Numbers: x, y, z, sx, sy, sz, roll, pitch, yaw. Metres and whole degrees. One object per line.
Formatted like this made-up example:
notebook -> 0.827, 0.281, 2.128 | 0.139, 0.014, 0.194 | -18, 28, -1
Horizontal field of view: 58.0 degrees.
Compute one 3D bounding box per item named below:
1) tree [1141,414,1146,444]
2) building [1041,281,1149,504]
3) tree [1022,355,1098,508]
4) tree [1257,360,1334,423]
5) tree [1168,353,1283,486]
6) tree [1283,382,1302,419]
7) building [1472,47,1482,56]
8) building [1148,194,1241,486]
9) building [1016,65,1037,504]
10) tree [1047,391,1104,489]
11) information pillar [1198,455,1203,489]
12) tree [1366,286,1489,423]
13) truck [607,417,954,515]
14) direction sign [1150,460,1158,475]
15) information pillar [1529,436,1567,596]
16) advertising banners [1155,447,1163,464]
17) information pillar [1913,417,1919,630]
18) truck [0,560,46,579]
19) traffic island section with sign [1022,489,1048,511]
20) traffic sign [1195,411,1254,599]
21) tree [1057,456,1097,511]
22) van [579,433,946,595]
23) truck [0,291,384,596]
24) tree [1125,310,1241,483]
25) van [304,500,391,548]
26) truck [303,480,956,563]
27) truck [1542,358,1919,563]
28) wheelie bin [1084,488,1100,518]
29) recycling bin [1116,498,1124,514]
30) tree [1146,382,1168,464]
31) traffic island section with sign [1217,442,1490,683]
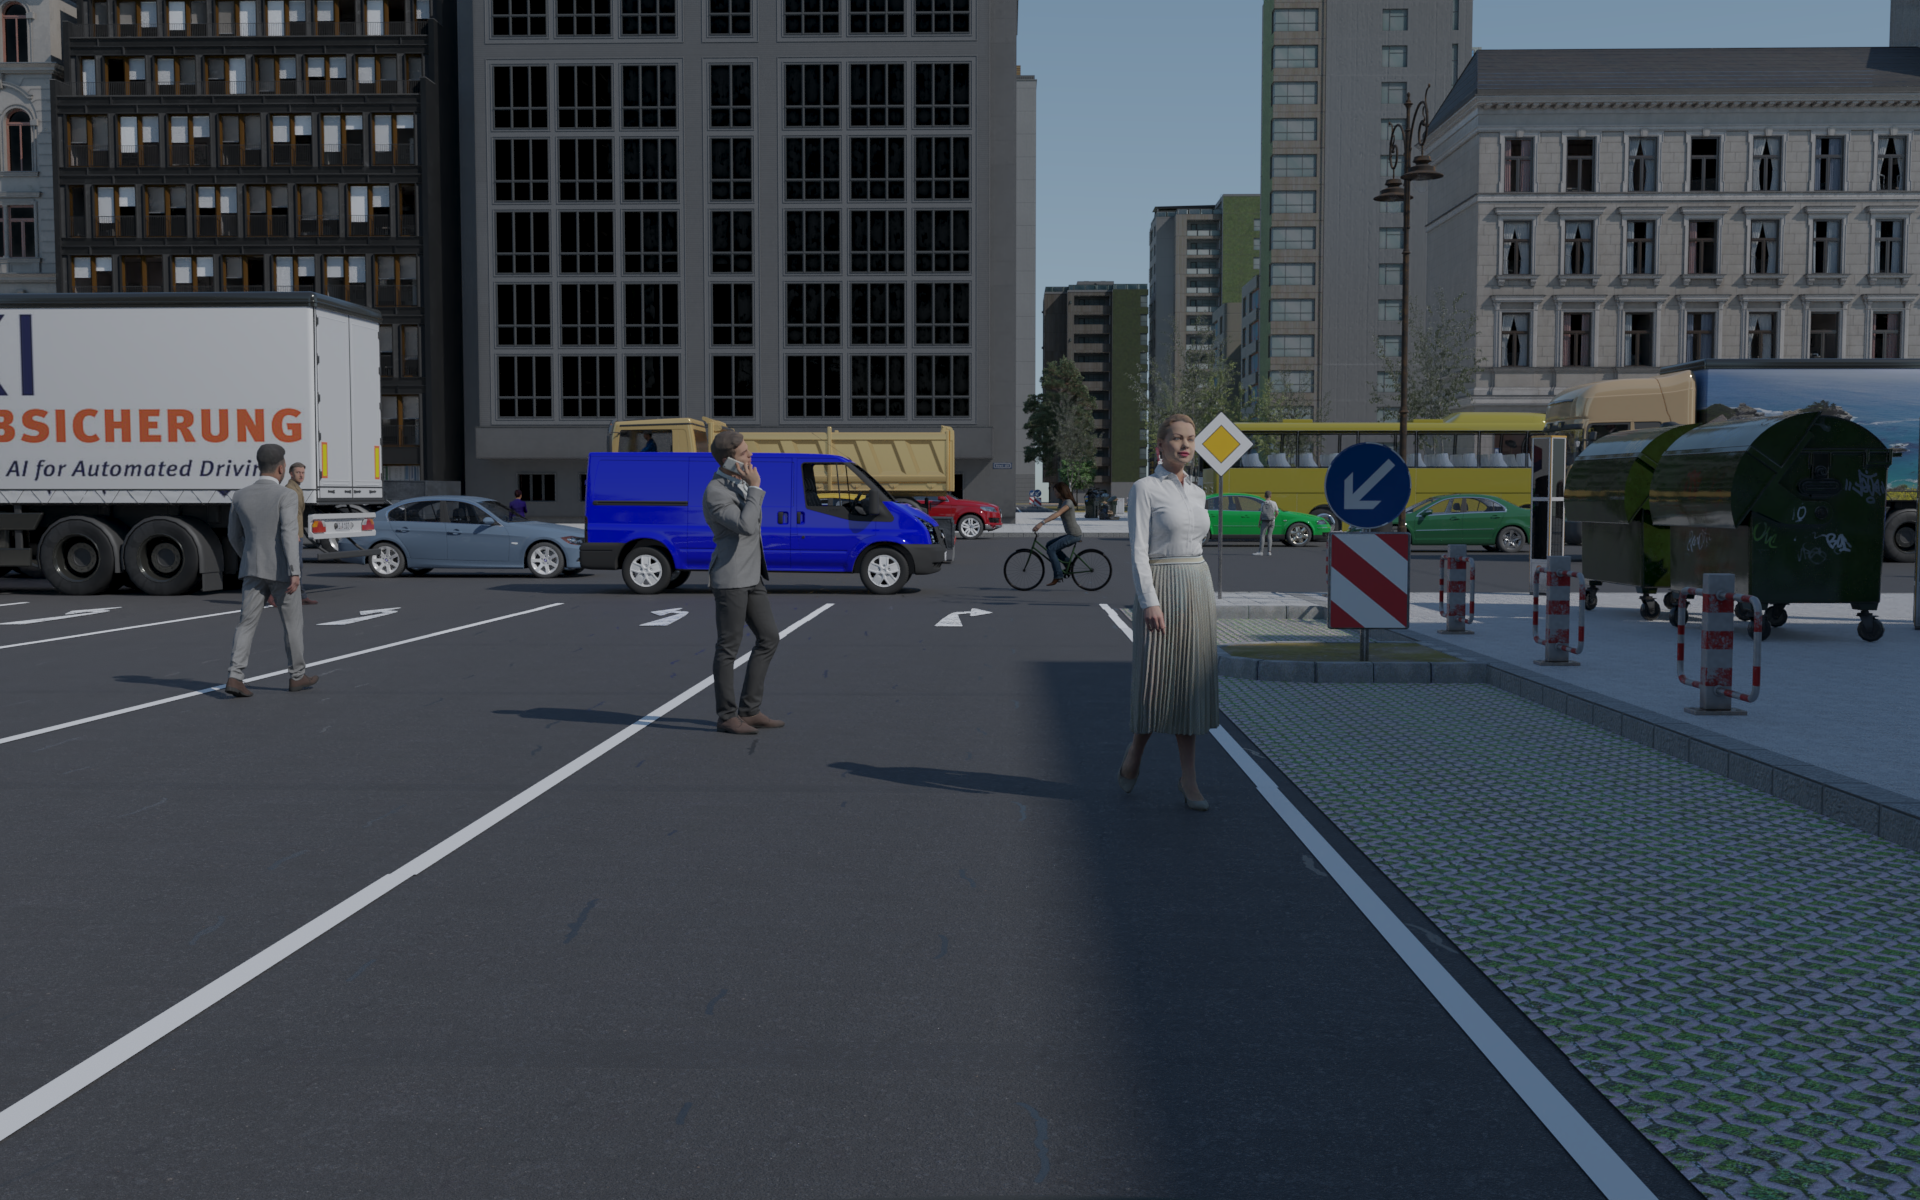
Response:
tree -> 13.774, -9.833, 111.136 | 4.737, 8.622, 4.395 | 0, 3, 0
building -> 18.366, -28.519, 237.985 | 14.107, 30.474, 14.160 | 0, 4, 1
tree -> 8.838, -15.230, 156.433 | 7.806, 13.903, 7.818 | 0, 3, 0
tree -> 18.577, -8.909, 96.023 | 4.360, 8.622, 3.978 | 0, 3, 0
tree -> 13.678, -8.534, 89.890 | 4.737, 8.622, 4.395 | 0, 3, 0
tree -> 19.596, -9.614, 107.556 | 4.737, 8.622, 4.395 | 0, 3, 0
building -> 56.744, -56.690, 239.555 | 31.000, 86.520, 22.319 | 0, 4, 1
building -> 33.418, -33.917, 238.132 | 14.086, 41.232, 14.154 | 0, 4, 1
building -> -3.615, -42.802, 241.811 | 28.212, 58.520, 21.231 | 0, 4, 1
tree -> 7.977, -10.589, 123.499 | 4.360, 8.622, 3.978 | 0, 3, 0
information pillar -> 11.879, -5.710, 84.710 | 0.504, 3.616, 0.183 | -2, 4, -28
tree -> 16.455, -6.747, 60.679 | 4.360, 8.622, 3.978 | 0, 3, 0
truck -> -5.047, -2.983, 44.699 | 9.791, 3.379, 3.469 | 0, 3, 0
direction sign -> 13.267, -7.698, 117.860 | 0.876, 3.537, 0.379 | -3, 5, -43
information pillar -> 7.441, -1.067, 21.934 | 0.304, 2.012, 0.304 | -2, 4, -34
advertising banners -> 8.146, -4.203, 64.912 | 2.074, 3.025, 0.090 | -2, 4, -30
information pillar -> 9.192, -0.724, 16.332 | 0.304, 2.012, 0.304 | 2, 4, 27
truck -> -18.725, -2.532, 30.308 | 11.283, 4.237, 2.839 | 0, 4, 2
traffic island section with sign -> 6.430, -8.409, 146.110 | 1.989, 1.847, 2.006 | 0, 4, 1
traffic sign -> 3.172, -1.068, 21.108 | 0.795, 2.450, 0.064 | 0, 4, 1
tree -> 9.003, -9.104, 132.558 | 4.285, 4.588, 4.351 | 0, 3, 0
van -> -2.822, -1.289, 25.459 | 5.245, 2.365, 2.240 | 0, 4, 1
truck -> -14.435, -2.237, 25.494 | 11.283, 4.237, 2.839 | 0, 4, 3
tree -> 8.920, -7.239, 68.719 | 4.360, 8.622, 3.978 | 0, 3, 0
van -> -16.066, -2.367, 45.707 | 4.112, 2.044, 2.013 | 0, 4, 2
truck -> -9.493, -2.864, 36.585 | 18.799, 4.110, 2.967 | 0, 4, 0
truck -> 17.661, -2.944, 37.040 | 11.283, 4.237, 2.839 | 0, 4, 1
wheelie bin -> 7.030, -5.140, 91.951 | 0.693, 1.594, 0.980 | 2, 4, 35
recycling bin -> 10.101, -6.006, 110.760 | 0.722, 1.027, 0.722 | 0, 4, -1
tree -> 13.388, -8.968, 96.987 | 4.737, 8.622, 4.395 | 0, 3, 0
traffic island section with sign -> 3.025, -0.328, 13.990 | 1.989, 1.847, 2.006 | 0, 4, 1
